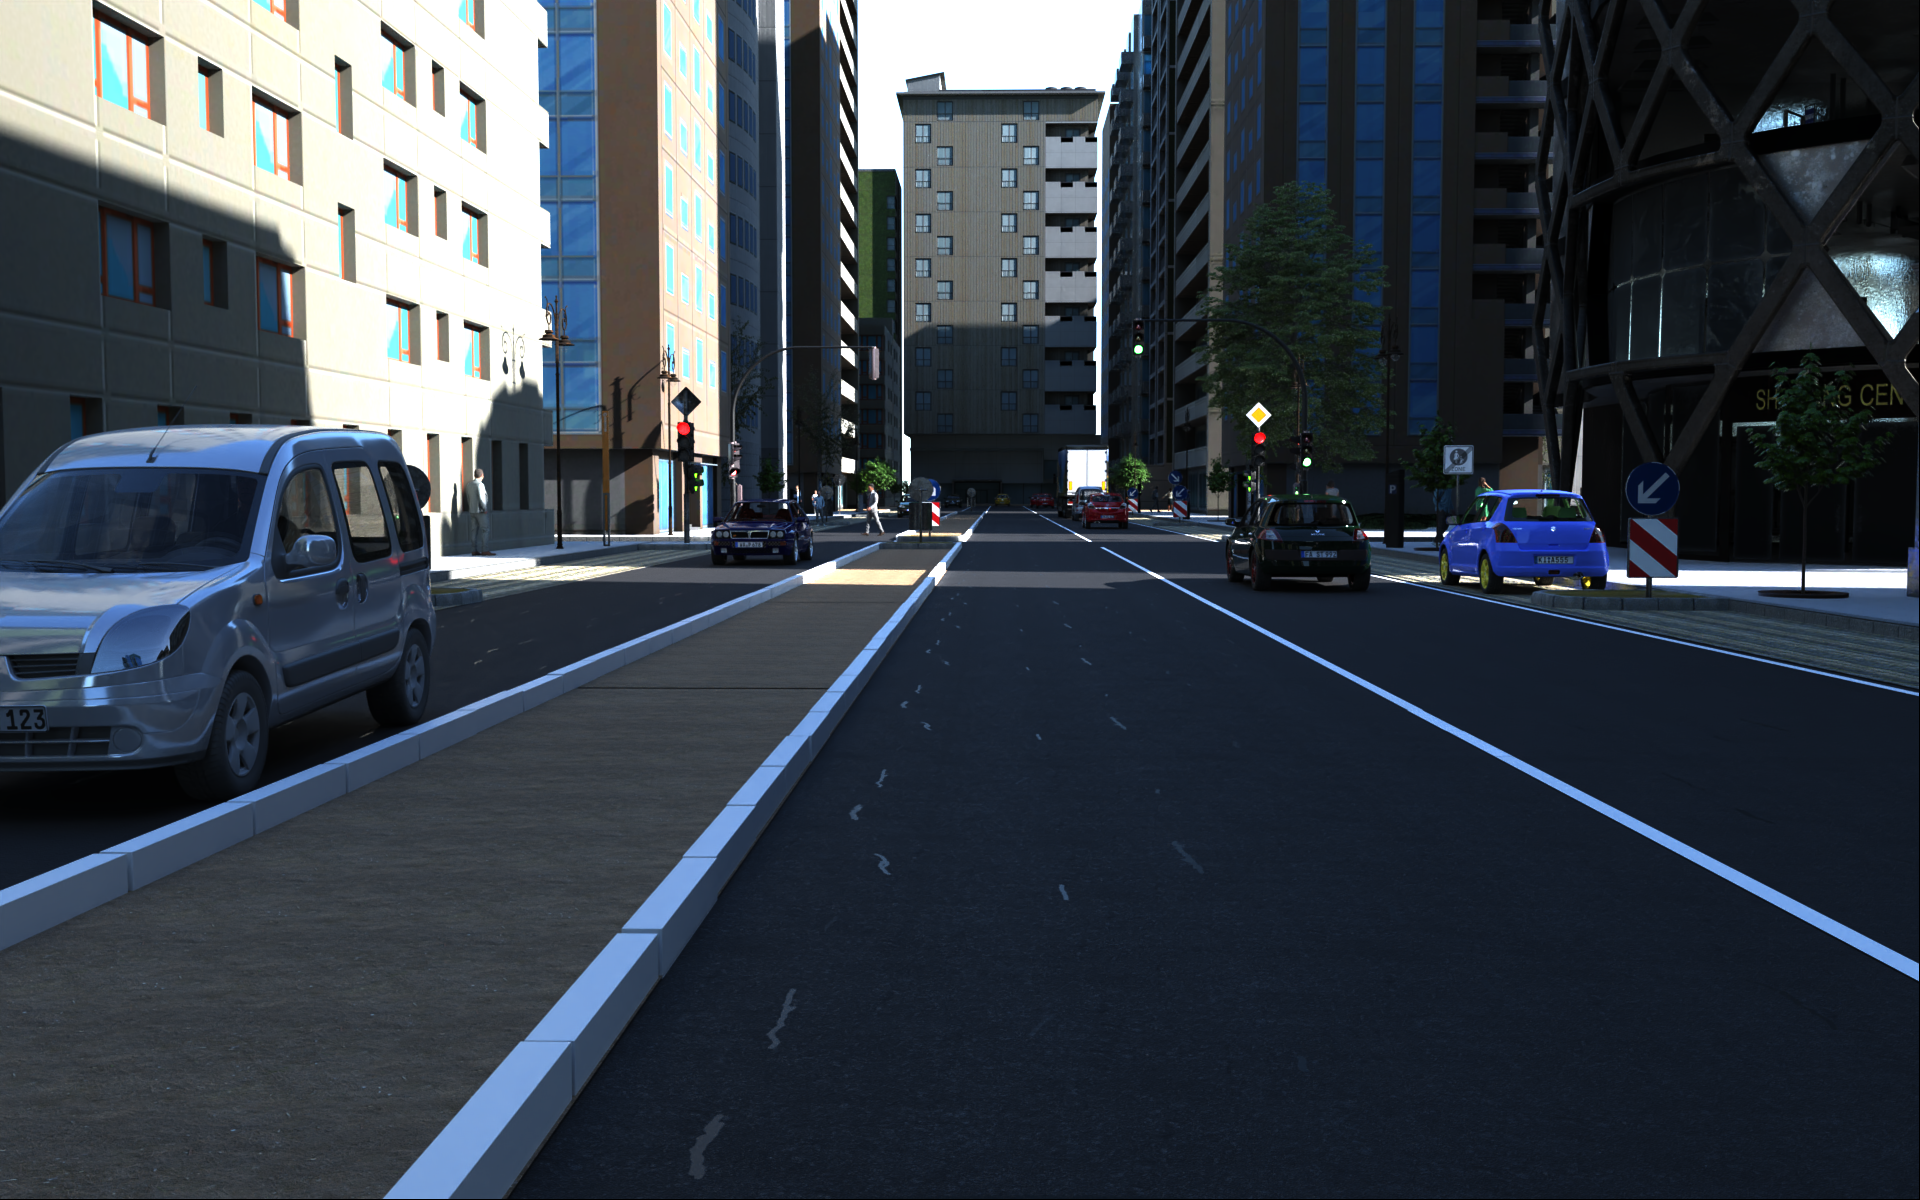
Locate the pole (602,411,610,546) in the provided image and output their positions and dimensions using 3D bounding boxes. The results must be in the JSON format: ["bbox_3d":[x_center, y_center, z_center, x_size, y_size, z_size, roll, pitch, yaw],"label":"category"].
[{"bbox_3d":[-8.687,-2.977,42.514,0.158,3.312,0.155,0,3,0],"label":"pole"}]

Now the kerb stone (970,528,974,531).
[{"bbox_3d":[0.322,-2.342,60.494,0.120,0.150,1.000,0,4,1],"label":"kerb stone"}]

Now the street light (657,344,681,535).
[{"bbox_3d":[-8.989,-4.943,53.610,0.468,5.910,1.993,0,4,1],"label":"street light"}]

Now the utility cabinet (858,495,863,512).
[{"bbox_3d":[-7.014,-6.794,122.240,0.306,1.237,1.020,-1,4,-9],"label":"utility cabinet"}]

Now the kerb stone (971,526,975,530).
[{"bbox_3d":[0.394,-2.531,63.577,0.120,0.150,1.000,0,4,1],"label":"kerb stone"}]

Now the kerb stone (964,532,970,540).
[{"bbox_3d":[0.170,-1.966,54.331,0.120,0.150,1.000,0,4,1],"label":"kerb stone"}]

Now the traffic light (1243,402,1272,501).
[{"bbox_3d":[9.091,-3.917,52.970,0.839,4.253,0.868,0,4,1],"label":"traffic light"}]

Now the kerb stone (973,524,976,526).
[{"bbox_3d":[0.477,-2.781,67.671,0.120,0.150,1.000,0,4,1],"label":"kerb stone"}]

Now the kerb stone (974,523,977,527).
[{"bbox_3d":[0.527,-2.903,69.719,0.120,0.150,1.000,0,4,1],"label":"kerb stone"}]

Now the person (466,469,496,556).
[{"bbox_3d":[-10.039,-1.834,36.128,0.635,1.810,0.391,2,4,33],"label":"person"}]

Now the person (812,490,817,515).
[{"bbox_3d":[-8.735,-5.908,105.228,0.523,1.515,0.503,2,4,27],"label":"person"}]

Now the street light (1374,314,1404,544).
[{"bbox_3d":[11.009,-4.391,44.575,0.468,5.910,1.993,0,4,1],"label":"street light"}]

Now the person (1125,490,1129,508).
[{"bbox_3d":[13.371,-8.138,138.735,0.705,1.869,1.348,0,4,1],"label":"person"}]

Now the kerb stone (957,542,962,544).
[{"bbox_3d":[-0.067,-1.307,43.561,0.120,0.150,1.000,0,4,1],"label":"kerb stone"}]

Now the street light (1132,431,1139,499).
[{"bbox_3d":[12.880,-9.460,127.462,0.468,5.910,1.993,0,4,1],"label":"street light"}]

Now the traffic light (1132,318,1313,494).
[{"bbox_3d":[6.815,-4.295,44.894,4.771,5.953,1.251,0,4,1],"label":"traffic light"}]

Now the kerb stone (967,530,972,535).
[{"bbox_3d":[0.251,-2.153,57.399,0.120,0.150,1.000,0,4,1],"label":"kerb stone"}]

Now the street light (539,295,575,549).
[{"bbox_3d":[-9.388,-4.139,40.456,0.468,5.910,1.993,0,4,1],"label":"street light"}]

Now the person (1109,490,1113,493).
[{"bbox_3d":[11.040,-7.141,125.844,0.593,1.750,0.643,1,4,22],"label":"person"}]

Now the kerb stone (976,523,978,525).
[{"bbox_3d":[0.548,-2.969,70.747,0.120,0.150,1.000,0,4,1],"label":"kerb stone"}]

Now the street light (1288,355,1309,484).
[{"bbox_3d":[11.216,-5.181,57.496,0.468,5.910,1.993,0,4,1],"label":"street light"}]

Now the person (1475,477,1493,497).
[{"bbox_3d":[16.127,-2.895,53.617,0.529,1.795,0.600,-2,4,-28],"label":"person"}]

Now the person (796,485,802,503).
[{"bbox_3d":[-10.138,-6.221,107.781,0.581,1.822,0.654,-1,4,-14],"label":"person"}]

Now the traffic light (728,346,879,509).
[{"bbox_3d":[-4.873,-4.810,53.308,4.771,5.953,1.251,0,4,1],"label":"traffic light"}]

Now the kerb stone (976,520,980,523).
[{"bbox_3d":[0.718,-3.407,77.902,0.120,0.150,1.000,0,4,1],"label":"kerb stone"}]

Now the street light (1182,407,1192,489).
[{"bbox_3d":[12.118,-7.320,92.477,0.468,5.910,1.993,0,4,1],"label":"street light"}]

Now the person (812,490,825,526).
[{"bbox_3d":[-6.232,-4.049,76.508,0.589,1.601,0.330,0,4,-7],"label":"person"}]

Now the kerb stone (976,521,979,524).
[{"bbox_3d":[0.637,-3.220,74.835,0.120,0.150,1.000,0,4,1],"label":"kerb stone"}]

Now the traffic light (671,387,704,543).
[{"bbox_3d":[-7.149,-3.451,45.337,0.839,4.253,0.868,0,4,1],"label":"traffic light"}]

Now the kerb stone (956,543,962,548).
[{"bbox_3d":[-0.093,-1.244,42.535,0.120,0.150,1.000,0,4,1],"label":"kerb stone"}]

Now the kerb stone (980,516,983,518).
[{"bbox_3d":[0.976,-4.096,89.174,0.120,0.150,1.000,0,4,1],"label":"kerb stone"}]

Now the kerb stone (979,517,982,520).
[{"bbox_3d":[0.907,-3.906,86.100,0.120,0.150,1.000,0,4,1],"label":"kerb stone"}]

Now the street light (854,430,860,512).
[{"bbox_3d":[-7.381,-9.239,123.841,0.468,5.910,1.993,0,4,1],"label":"street light"}]

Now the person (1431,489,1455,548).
[{"bbox_3d":[11.479,-2.154,41.278,0.620,1.820,0.660,3,5,43],"label":"person"}]

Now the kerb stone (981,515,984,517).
[{"bbox_3d":[1.090,-4.410,94.308,0.120,0.150,1.000,0,4,1],"label":"kerb stone"}]

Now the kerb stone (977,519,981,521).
[{"bbox_3d":[0.767,-3.526,79.950,0.120,0.150,1.000,0,4,1],"label":"kerb stone"}]

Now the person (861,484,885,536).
[{"bbox_3d":[-2.974,-3.087,59.249,0.850,1.792,0.678,-2,4,-30],"label":"person"}]

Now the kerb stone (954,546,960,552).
[{"bbox_3d":[-0.135,-1.119,40.488,0.120,0.150,1.000,0,4,1],"label":"kerb stone"}]

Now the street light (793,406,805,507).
[{"bbox_3d":[-8.246,-7.099,88.860,0.468,5.910,1.993,0,4,1],"label":"street light"}]

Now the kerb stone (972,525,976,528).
[{"bbox_3d":[0.435,-2.656,65.624,0.120,0.150,1.000,0,4,1],"label":"kerb stone"}]

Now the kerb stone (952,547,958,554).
[{"bbox_3d":[-0.166,-1.052,39.467,0.120,0.150,1.000,0,4,1],"label":"kerb stone"}]

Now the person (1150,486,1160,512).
[{"bbox_3d":[13.765,-7.071,121.759,0.850,1.850,0.679,1,4,11],"label":"person"}]

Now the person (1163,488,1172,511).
[{"bbox_3d":[15.956,-7.626,131.514,1.217,1.735,0.721,0,4,-5],"label":"person"}]

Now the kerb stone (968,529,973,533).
[{"bbox_3d":[0.291,-2.275,59.457,0.120,0.150,1.000,0,4,1],"label":"kerb stone"}]

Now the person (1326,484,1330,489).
[{"bbox_3d":[14.641,-3.772,68.712,0.522,1.701,0.512,2,4,32],"label":"person"}]

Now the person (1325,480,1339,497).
[{"bbox_3d":[13.174,-3.351,61.183,0.716,1.782,0.532,-1,4,-16],"label":"person"}]

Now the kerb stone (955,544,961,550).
[{"bbox_3d":[-0.115,-1.182,41.514,0.120,0.150,1.000,0,4,1],"label":"kerb stone"}]
